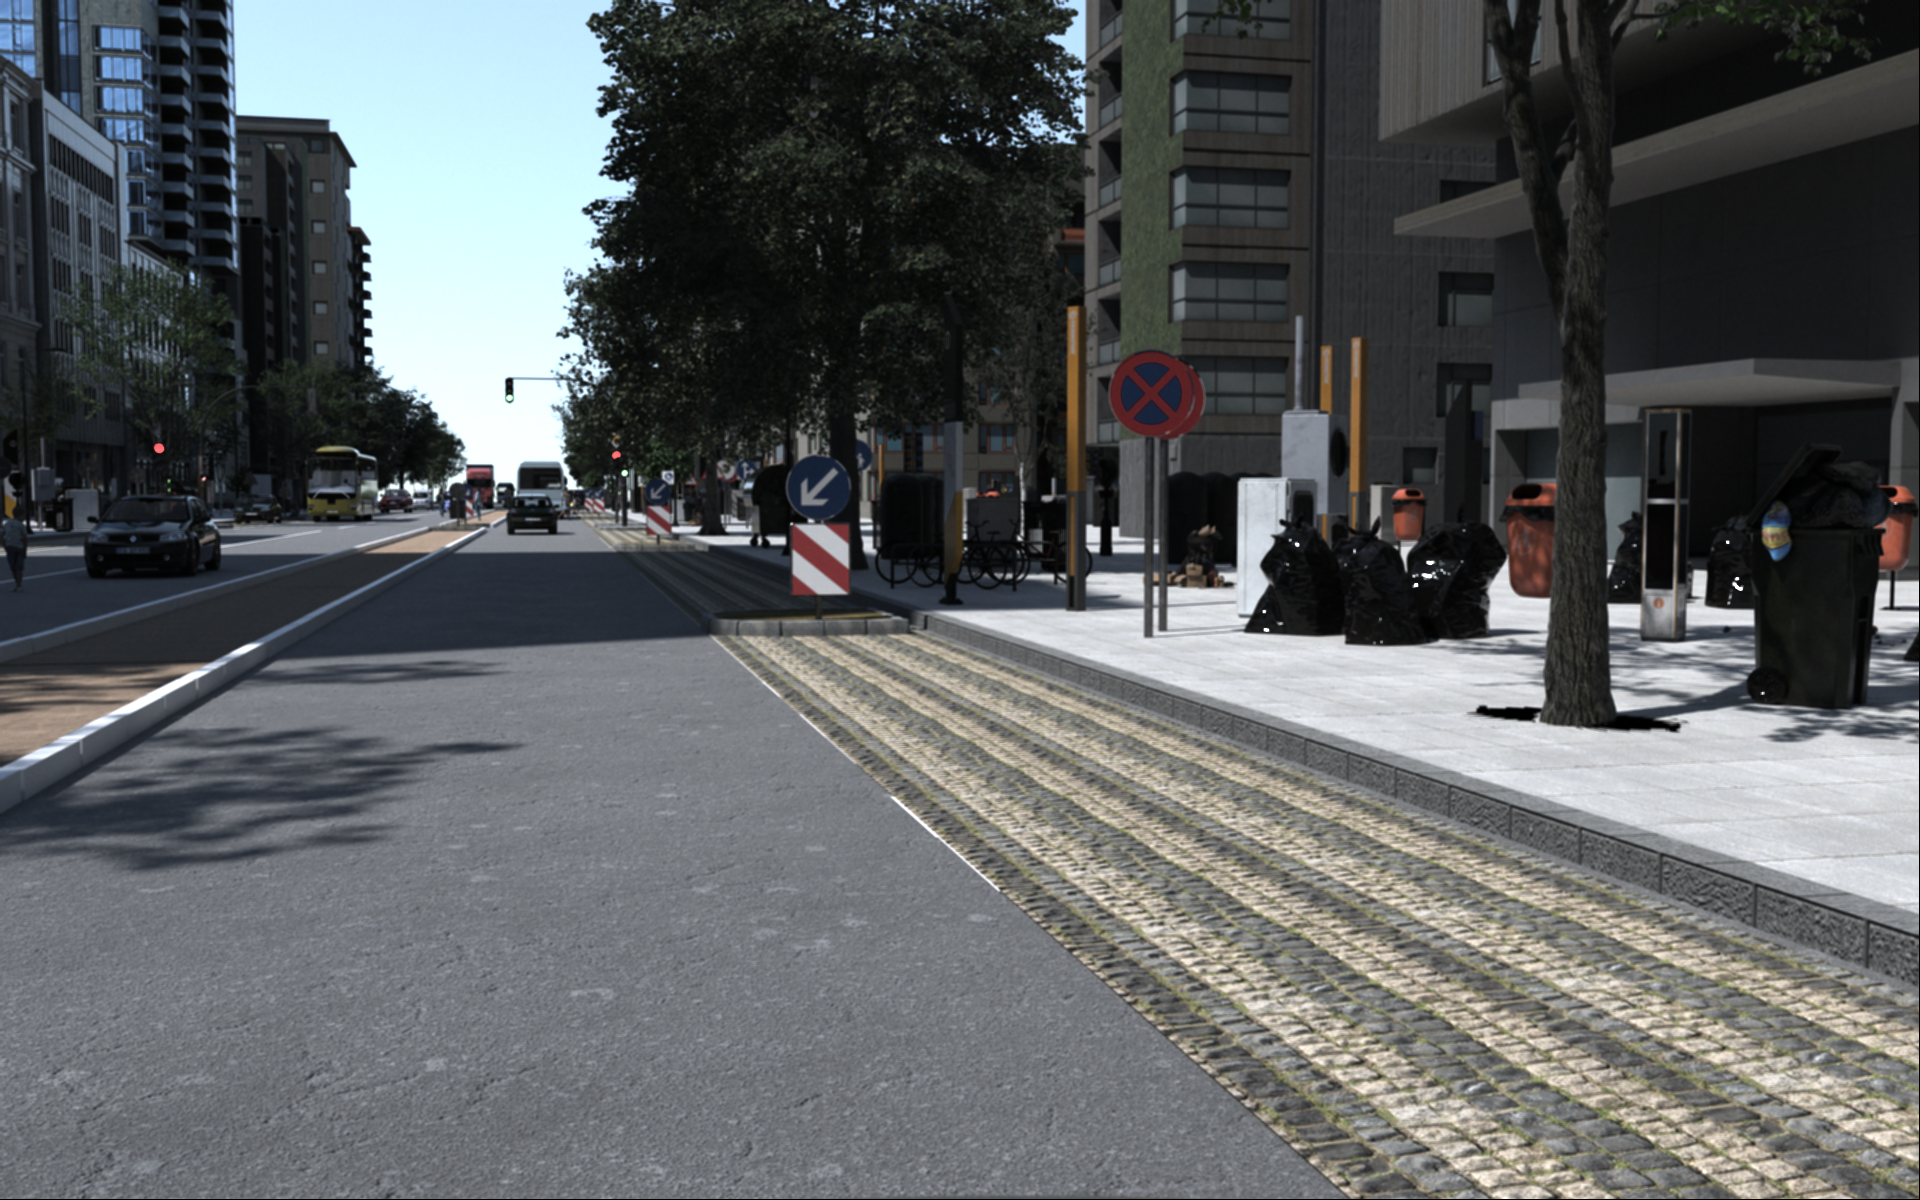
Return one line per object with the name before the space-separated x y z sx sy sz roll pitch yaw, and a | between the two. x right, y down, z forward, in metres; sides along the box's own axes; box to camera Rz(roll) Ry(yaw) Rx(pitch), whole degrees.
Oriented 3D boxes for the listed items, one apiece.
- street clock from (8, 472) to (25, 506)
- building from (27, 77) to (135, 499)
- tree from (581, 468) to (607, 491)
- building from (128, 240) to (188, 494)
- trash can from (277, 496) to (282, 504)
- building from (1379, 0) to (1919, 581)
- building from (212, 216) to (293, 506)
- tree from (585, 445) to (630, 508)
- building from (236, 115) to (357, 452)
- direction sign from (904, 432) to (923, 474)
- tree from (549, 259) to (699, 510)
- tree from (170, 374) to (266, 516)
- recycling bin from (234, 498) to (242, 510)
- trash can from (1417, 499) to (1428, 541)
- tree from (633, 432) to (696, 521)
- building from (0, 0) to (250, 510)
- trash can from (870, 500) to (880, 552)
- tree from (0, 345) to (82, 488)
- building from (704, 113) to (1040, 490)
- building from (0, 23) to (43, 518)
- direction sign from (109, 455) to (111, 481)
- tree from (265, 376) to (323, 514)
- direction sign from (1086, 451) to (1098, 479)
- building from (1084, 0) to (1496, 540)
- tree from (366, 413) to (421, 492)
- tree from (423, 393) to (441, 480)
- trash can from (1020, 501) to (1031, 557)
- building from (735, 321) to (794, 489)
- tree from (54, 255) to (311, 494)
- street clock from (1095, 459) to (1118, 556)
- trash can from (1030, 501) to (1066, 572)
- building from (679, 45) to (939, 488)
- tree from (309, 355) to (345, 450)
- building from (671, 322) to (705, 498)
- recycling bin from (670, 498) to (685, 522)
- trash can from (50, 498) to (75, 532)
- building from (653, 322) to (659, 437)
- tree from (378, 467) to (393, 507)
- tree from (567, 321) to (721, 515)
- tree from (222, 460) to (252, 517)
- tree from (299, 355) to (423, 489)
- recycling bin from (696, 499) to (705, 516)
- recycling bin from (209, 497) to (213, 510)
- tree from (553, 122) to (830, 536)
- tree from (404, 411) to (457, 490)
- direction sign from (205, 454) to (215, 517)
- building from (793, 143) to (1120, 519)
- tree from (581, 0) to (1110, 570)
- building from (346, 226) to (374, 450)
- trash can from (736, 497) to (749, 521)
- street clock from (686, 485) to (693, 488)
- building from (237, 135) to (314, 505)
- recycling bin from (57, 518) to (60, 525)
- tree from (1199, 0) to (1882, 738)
street clock | -31.510 -3.263 57.923 0.358 2.002 0.471 2 4 25
building | -60.109 -17.679 107.069 12.078 24.808 19.932 -1 4 -13
tree | -45.047 -14.082 213.956 4.285 4.588 4.351 0 3 0
building | -63.107 -16.937 126.067 9.793 20.994 18.267 -1 4 -13
trash can | -53.280 -7.588 135.716 0.748 1.137 0.748 0 3 0
building | 24.780 -26.694 25.686 28.713 52.752 27.495 -1 4 -13
building | -77.378 -24.854 178.060 14.160 30.474 14.107 -1 4 -13
tree | -30.342 -12.513 154.949 4.360 8.622 3.978 0 3 0
building | -100.817 -40.054 244.114 28.713 52.752 27.495 -1 4 -13
direction sign | -1.720 -4.397 63.882 0.876 3.537 0.379 -3 5 -40
tree | -26.129 -17.241 137.772 12.611 20.169 13.585 0 3 0
tree | -43.660 -9.269 101.906 4.360 8.622 3.978 0 3 0
recycling bin | -45.570 -5.954 109.900 0.722 1.027 0.722 -3 5 -45
trash can | 12.441 -2.194 47.521 0.748 1.137 0.748 0 3 0
tree | -14.131 -6.064 82.867 4.285 4.588 4.351 0 3 0
building | -76.277 -51.425 153.478 22.319 86.520 31.000 -1 4 -13
trash can | -1.639 -1.649 38.612 0.748 1.137 0.748 0 3 0
tree | -45.056 -8.216 84.687 4.737 8.622 4.395 0 3 0
building | -10.171 -29.900 180.741 32.217 40.220 23.993 -1 4 -13
building | -56.157 -18.423 87.127 13.634 28.700 20.117 -1 4 -13
direction sign | -49.191 -6.643 100.609 0.379 3.537 0.876 0 4 -6
tree | -42.385 -9.681 108.653 4.360 8.622 3.978 0 3 0
direction sign | 6.919 -6.076 91.341 0.876 3.537 0.379 -2 4 -32
building | 11.210 -22.647 53.878 14.154 41.232 14.086 -1 4 -13
tree | -61.990 -15.483 187.562 8.767 10.594 7.601 1 4 19
tree | -65.482 -18.089 202.408 9.857 13.997 8.962 0 3 0
trash can | 1.581 -1.409 34.695 0.748 1.137 0.748 0 3 0
building | -2.204 -17.784 135.814 27.650 21.520 28.899 -1 4 -13
tree | -35.335 -9.225 76.581 9.928 11.665 9.643 0 3 0
street clock | 3.030 -1.915 35.880 0.358 2.002 0.471 -2 4 -32
trash can | 1.665 -1.038 28.624 0.748 1.137 0.748 0 3 0
building | -17.885 -37.658 204.943 28.713 52.752 27.495 -1 4 -13
tree | -48.501 -12.447 129.260 9.928 11.665 9.643 0 3 0
building | -34.873 -37.345 265.215 22.147 44.769 28.867 -1 4 -13
recycling bin | -12.824 -4.102 79.625 0.722 1.027 0.722 0 4 -5
trash can | -30.487 -2.888 58.867 0.748 1.137 0.748 0 3 0
building | -40.983 -41.251 294.065 23.786 49.044 30.456 -1 4 -13
tree | -59.233 -11.728 175.464 4.285 4.588 4.351 0 3 0
tree | -16.028 -9.635 91.941 8.767 10.594 7.601 1 4 11
tree | -40.433 -6.301 97.617 1.663 3.219 1.824 0 3 0
tree | -55.015 -15.377 158.072 9.857 13.997 8.962 0 3 0
recycling bin | -14.625 -5.163 96.975 0.722 1.027 0.722 3 5 40
recycling bin | -58.988 -7.522 135.538 0.722 1.027 0.722 3 5 39
tree | -7.787 -8.342 53.399 9.611 12.733 9.660 0 3 0
tree | -72.900 -19.523 237.325 7.486 12.596 7.792 0 3 0
direction sign | -42.412 -6.481 97.966 0.876 3.537 0.379 3 5 40
building | 6.283 -15.919 105.320 28.899 21.520 27.650 -1 4 -13
tree | -1.918 -7.488 29.082 9.857 13.997 8.962 0 3 0
building | -104.537 -37.783 272.383 22.147 44.769 28.867 -1 4 -13
trash can | -10.367 -4.361 82.961 0.748 1.137 0.748 0 3 0
street clock | -18.553 -6.978 118.654 0.471 2.002 0.358 -1 4 -10
building | -80.080 -31.068 191.552 14.154 41.232 14.086 -1 4 -13
recycling bin | -37.470 -3.682 72.748 0.722 1.027 0.722 3 5 40
tree | 3.291 -5.115 9.392 9.928 11.665 9.643 0 3 0
